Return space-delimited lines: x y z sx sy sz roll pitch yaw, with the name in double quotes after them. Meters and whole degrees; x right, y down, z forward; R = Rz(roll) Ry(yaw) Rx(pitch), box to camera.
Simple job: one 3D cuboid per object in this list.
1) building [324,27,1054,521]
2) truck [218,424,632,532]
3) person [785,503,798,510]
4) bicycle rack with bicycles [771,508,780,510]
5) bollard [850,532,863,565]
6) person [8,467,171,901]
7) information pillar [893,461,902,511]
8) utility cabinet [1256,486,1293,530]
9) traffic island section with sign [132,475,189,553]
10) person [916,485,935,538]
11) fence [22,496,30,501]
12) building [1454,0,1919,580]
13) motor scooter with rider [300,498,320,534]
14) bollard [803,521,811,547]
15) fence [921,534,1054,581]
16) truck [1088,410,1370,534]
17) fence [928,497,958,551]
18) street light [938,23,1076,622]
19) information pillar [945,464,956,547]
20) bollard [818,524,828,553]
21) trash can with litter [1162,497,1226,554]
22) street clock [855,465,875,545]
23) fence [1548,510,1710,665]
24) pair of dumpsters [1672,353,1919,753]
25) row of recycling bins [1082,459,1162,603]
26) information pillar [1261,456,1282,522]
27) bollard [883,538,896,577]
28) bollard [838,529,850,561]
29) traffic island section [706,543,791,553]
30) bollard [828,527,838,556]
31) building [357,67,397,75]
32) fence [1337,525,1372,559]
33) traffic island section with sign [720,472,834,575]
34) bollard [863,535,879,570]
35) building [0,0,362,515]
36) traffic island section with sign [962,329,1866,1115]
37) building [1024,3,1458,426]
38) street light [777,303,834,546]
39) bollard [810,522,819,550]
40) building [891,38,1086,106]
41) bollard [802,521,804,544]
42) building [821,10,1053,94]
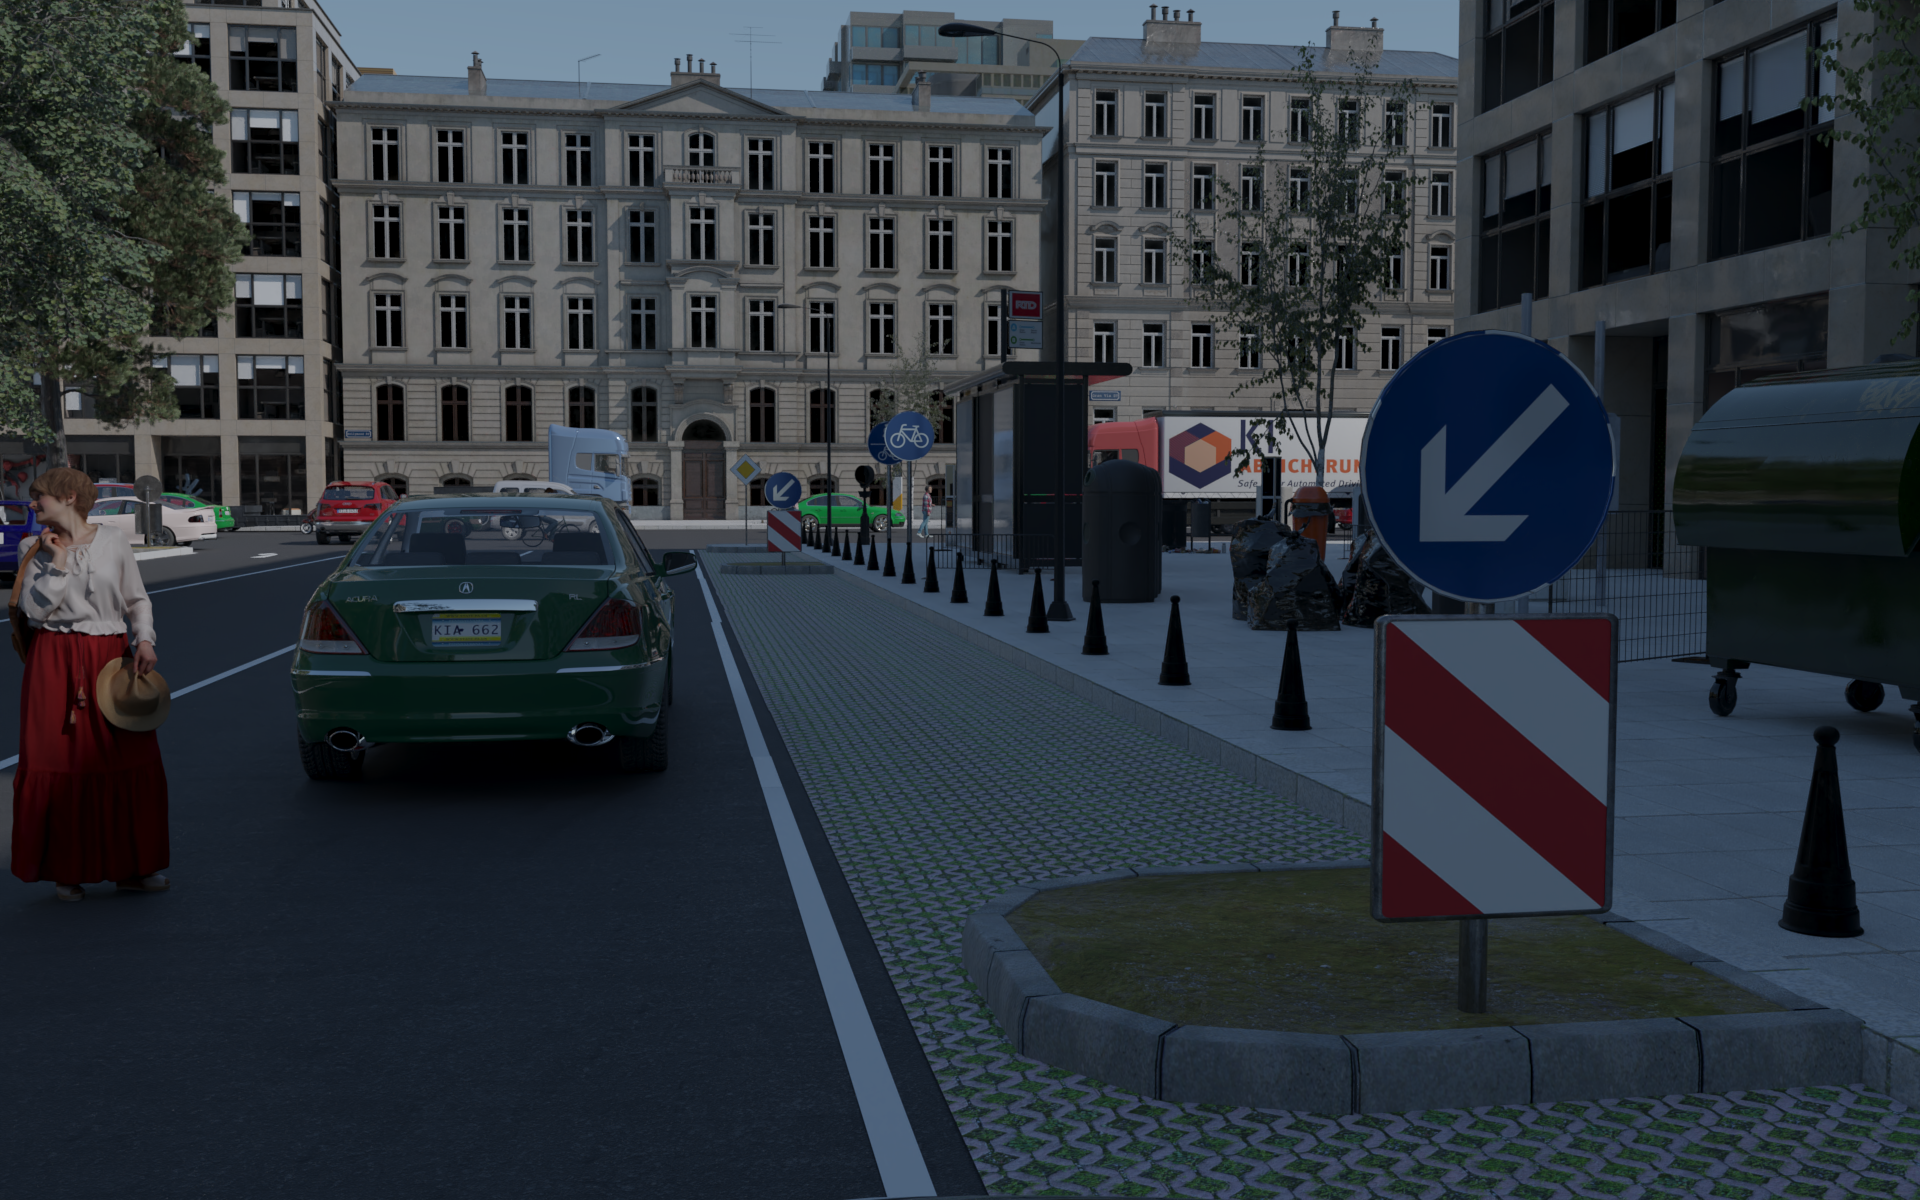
-13.378 -16.527 89.308 34.723 24.649 14.460 -1 4 -9 "building"
-21.497 -4.693 66.496 18.799 4.110 2.967 0 4 -8 "truck"
-5.216 -2.774 54.443 0.593 1.750 0.643 3 5 39 "person"
-7.518 -4.126 80.836 2.925 0.926 2.852 -2 4 -28 "bicycle rack with bicycles"
-1.823 -0.936 31.338 0.229 0.601 0.229 0 3 0 "bollard"
-3.088 0.295 6.139 0.523 1.526 0.387 -2 4 -29 "person"
-3.031 -5.648 83.702 0.504 3.616 0.183 2 4 28 "information pillar"
8.245 -2.244 45.368 1.173 1.500 0.318 -3 5 -42 "utility cabinet"
-19.473 -2.019 41.154 2.006 1.907 1.989 -1 4 -9 "traffic island section with sign"
-1.137 -2.929 57.226 0.643 1.720 0.563 0 4 -7 "person"
-38.314 -3.746 72.450 2.264 1.192 0.480 1 4 14 "fence"
21.830 -13.051 17.896 19.350 26.468 34.151 -1 4 -9 "building"
-22.414 -3.213 61.503 1.986 1.779 0.876 -1 4 -9 "motor scooter with rider"
-3.642 -1.604 42.273 0.229 0.601 0.229 0 3 0 "bollard"
0.455 -0.645 25.927 2.069 0.683 0.278 1 4 14 "fence"
8.779 -4.308 59.353 11.283 4.237 2.839 -1 4 -10 "truck"
0.089 -1.637 37.964 0.480 1.192 2.264 -2 4 -28 "fence"
0.473 -2.740 17.334 1.470 5.913 1.316 -1 4 -9 "street light"
-0.151 -2.316 42.359 0.304 2.012 0.304 3 5 43 "information pillar"
-2.919 -1.337 37.897 0.229 0.601 0.229 0 3 0 "bollard"
5.042 -1.645 37.948 1.678 1.210 2.233 -3 5 -42 "trash can with litter"
-2.395 -2.385 43.567 0.471 2.002 0.358 2 4 33 "street clock"
4.838 -0.075 12.431 2.264 1.192 0.480 -3 4 -38 "fence"
5.264 -0.340 8.050 1.574 2.255 4.437 -1 4 -9 "pair of dumpsters"
2.075 -0.909 21.976 1.069 1.692 3.534 0 4 6 "row of recycling bins"
6.060 -1.789 33.745 0.304 2.012 0.304 2 4 35 "information pillar"
-1.099 -0.669 26.973 0.229 0.601 0.229 0 3 0 "bollard"
-2.188 -1.069 33.520 0.229 0.601 0.229 0 3 0 "bollard"
-5.313 -1.283 43.258 2.009 0.180 2.903 -1 4 -9 "traffic island section"
-2.552 -1.202 35.702 0.229 0.601 0.229 0 3 0 "bollard"
-89.480 -42.761 241.139 28.212 58.520 21.231 -1 4 -9 "building"
7.992 -1.090 33.200 0.278 0.683 2.069 -2 4 -26 "fence"
-3.366 -1.402 31.557 1.989 1.847 2.006 -1 4 -9 "traffic island section with sign"
-1.463 -0.802 29.155 0.229 0.601 0.229 0 3 0 "bollard"
-47.710 -17.203 85.792 34.151 26.468 19.350 -1 4 -9 "building"
1.056 0.225 4.951 1.989 1.847 2.006 -1 4 -9 "traffic island section with sign"
16.415 -18.139 93.839 25.104 27.353 12.463 -1 4 -9 "building"
-3.755 -4.276 42.450 1.470 5.913 1.316 -1 4 -9 "street light"
-3.282 -1.470 40.079 0.229 0.601 0.229 0 3 0 "bollard"
6.231 -28.144 152.043 32.217 40.220 23.993 -1 4 -9 "building"
-4.002 -1.738 44.455 0.229 0.601 0.229 0 3 0 "bollard"
-2.984 -34.140 177.792 23.786 49.044 30.456 -1 4 -9 "building"
